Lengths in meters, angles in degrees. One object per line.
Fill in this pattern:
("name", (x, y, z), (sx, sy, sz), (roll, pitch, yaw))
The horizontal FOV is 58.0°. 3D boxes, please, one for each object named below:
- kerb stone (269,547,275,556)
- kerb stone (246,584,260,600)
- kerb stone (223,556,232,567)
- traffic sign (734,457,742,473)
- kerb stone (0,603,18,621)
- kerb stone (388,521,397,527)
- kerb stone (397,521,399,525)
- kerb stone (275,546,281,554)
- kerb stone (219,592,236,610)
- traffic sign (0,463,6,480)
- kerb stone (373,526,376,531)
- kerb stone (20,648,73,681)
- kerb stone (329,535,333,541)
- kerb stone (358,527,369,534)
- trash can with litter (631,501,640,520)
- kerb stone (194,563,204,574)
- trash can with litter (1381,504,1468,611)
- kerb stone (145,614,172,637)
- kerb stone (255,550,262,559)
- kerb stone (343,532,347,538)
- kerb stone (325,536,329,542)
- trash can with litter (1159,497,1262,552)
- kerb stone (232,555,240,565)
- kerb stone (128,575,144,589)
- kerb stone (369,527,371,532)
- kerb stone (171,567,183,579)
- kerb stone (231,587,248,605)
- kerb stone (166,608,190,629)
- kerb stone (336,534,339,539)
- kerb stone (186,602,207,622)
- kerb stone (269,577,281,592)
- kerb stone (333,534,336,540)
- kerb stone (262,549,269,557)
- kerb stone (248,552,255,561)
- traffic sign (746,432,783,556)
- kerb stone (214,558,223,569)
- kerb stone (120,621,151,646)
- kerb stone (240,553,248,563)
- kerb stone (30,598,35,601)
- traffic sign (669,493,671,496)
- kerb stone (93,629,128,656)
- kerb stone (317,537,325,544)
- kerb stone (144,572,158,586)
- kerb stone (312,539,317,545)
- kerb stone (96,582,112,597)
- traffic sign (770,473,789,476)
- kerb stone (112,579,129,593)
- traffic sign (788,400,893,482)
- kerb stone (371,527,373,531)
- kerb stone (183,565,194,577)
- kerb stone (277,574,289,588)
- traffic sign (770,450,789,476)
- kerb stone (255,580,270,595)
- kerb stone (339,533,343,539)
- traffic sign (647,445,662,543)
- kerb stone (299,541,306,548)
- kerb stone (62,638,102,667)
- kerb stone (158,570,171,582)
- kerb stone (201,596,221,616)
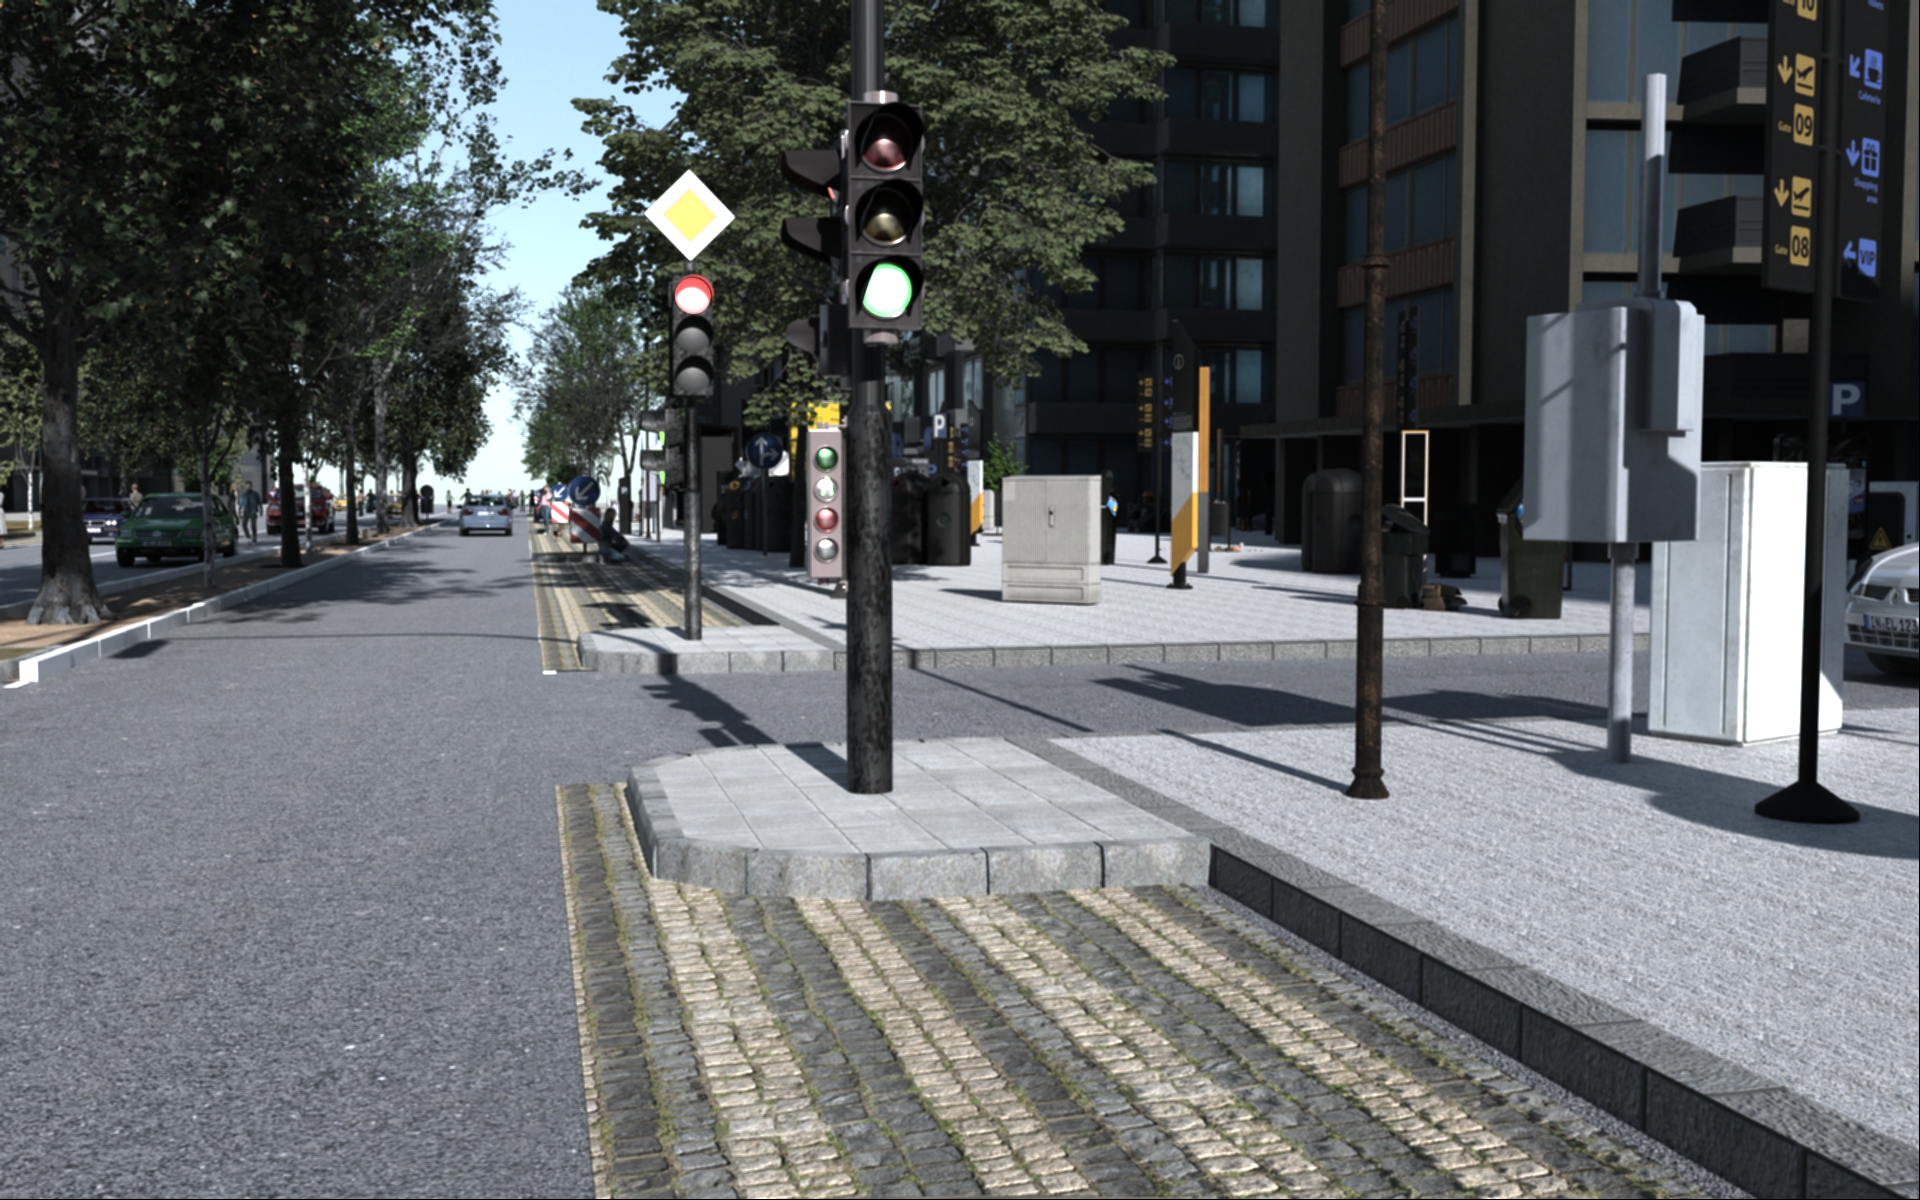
("kerb stone", (-16.027, -1.090, 40.056), (0.120, 0.150, 1.000), (-1, 4, -14))
("kerb stone", (-9.733, -0.089, 23.653), (0.120, 0.150, 1.000), (-1, 4, -14))
("kerb stone", (-14.530, -0.727, 34.087), (0.120, 0.150, 1.000), (-1, 4, -14))
("traffic sign", (-5.445, -2.668, 44.807), (0.795, 2.450, 0.064), (-1, 4, -9))
("kerb stone", (-11.025, 0.130, 20.152), (0.120, 0.150, 1.000), (-1, 4, -14))
("kerb stone", (-25.533, -3.404, 77.860), (0.120, 0.150, 1.000), (-1, 4, -14))
("kerb stone", (-25.777, -3.465, 78.855), (0.120, 0.150, 1.000), (-1, 4, -14))
("kerb stone", (-16.274, -1.150, 41.048), (0.120, 0.150, 1.000), (-1, 4, -14))
("kerb stone", (-9.242, 0.032, 21.669), (0.120, 0.150, 1.000), (-1, 4, -14))
("traffic sign", (-37.403, -4.102, 67.174), (0.768, 2.556, 0.104), (-1, 4, -12))
("kerb stone", (-22.780, -2.732, 66.916), (0.120, 0.150, 1.000), (-1, 4, -14))
("kerb stone", (-7.242, 0.518, 13.727), (0.120, 0.150, 1.000), (-1, 4, -14))
("kerb stone", (-19.020, -1.818, 51.985), (0.120, 0.150, 1.000), (-1, 4, -14))
("kerb stone", (-22.029, -2.552, 63.935), (0.120, 0.150, 1.000), (-1, 4, -14))
("trash can with litter", (-16.052, -4.503, 85.006), (1.055, 1.170, 0.624), (0, 4, -5))
("kerb stone", (-13.780, -0.545, 31.109), (0.120, 0.150, 1.000), (-1, 4, -14))
("trash can with litter", (5.165, -0.487, 19.344), (0.624, 1.170, 1.055), (-3, 5, -44))
("kerb stone", (-8.242, 0.276, 17.697), (0.120, 0.150, 1.000), (-1, 4, -14))
("kerb stone", (-15.534, -0.963, 38.058), (0.120, 0.150, 1.000), (-1, 4, -14))
("kerb stone", (-20.024, -2.067, 55.985), (0.120, 0.150, 1.000), (-1, 4, -14))
("kerb stone", (-18.778, -1.758, 50.985), (0.120, 0.150, 1.000), (-1, 4, -14))
("trash can with litter", (5.570, -1.717, 39.131), (2.233, 1.210, 1.678), (3, 4, 38))
("kerb stone", (-14.778, -0.783, 35.084), (0.120, 0.150, 1.000), (-1, 4, -14))
("kerb stone", (-12.526, -0.241, 26.134), (0.120, 0.150, 1.000), (-1, 4, -14))
("kerb stone", (-22.281, -2.614, 64.929), (0.120, 0.150, 1.000), (-1, 4, -14))
("kerb stone", (-13.276, -0.422, 29.120), (0.120, 0.150, 1.000), (-1, 4, -14))
("kerb stone", (-9.495, -0.028, 22.659), (0.120, 0.150, 1.000), (-1, 4, -14))
("kerb stone", (-8.495, 0.217, 18.688), (0.120, 0.150, 1.000), (-1, 4, -14))
("kerb stone", (-19.537, -1.944, 53.978), (0.120, 0.150, 1.000), (-1, 4, -14))
("kerb stone", (-8.738, 0.163, 19.681), (0.120, 0.150, 1.000), (-1, 4, -14))
("kerb stone", (-10.233, -0.210, 25.651), (0.120, 0.150, 1.000), (-1, 4, -14))
("kerb stone", (-19.275, -1.883, 52.977), (0.120, 0.150, 1.000), (-1, 4, -14))
("kerb stone", (-15.779, -1.027, 39.052), (0.120, 0.150, 1.000), (-1, 4, -14))
("kerb stone", (-15.277, -0.909, 37.069), (0.120, 0.150, 1.000), (-1, 4, -14))
("traffic sign", (-4.051, -2.191, 35.936), (0.768, 2.556, 0.104), (0, 4, -8))
("kerb stone", (-14.276, -0.667, 33.095), (0.120, 0.150, 1.000), (-1, 4, -14))
("kerb stone", (-8.000, 0.336, 16.702), (0.120, 0.150, 1.000), (-1, 4, -14))
("kerb stone", (-15.028, -0.849, 36.074), (0.120, 0.150, 1.000), (-1, 4, -14))
("kerb stone", (-11.273, 0.064, 21.149), (0.120, 0.150, 1.000), (-1, 4, -14))
("traffic sign", (-15.080, -5.501, 90.040), (0.768, 2.556, 0.104), (-1, 4, -9))
("kerb stone", (-7.748, 0.399, 15.707), (0.120, 0.150, 1.000), (-1, 4, -14))
("kerb stone", (-18.521, -1.697, 49.996), (0.120, 0.150, 1.000), (-1, 4, -14))
("kerb stone", (-12.770, -0.302, 27.129), (0.120, 0.150, 1.000), (-1, 4, -14))
("kerb stone", (-18.028, -1.579, 48.012), (0.120, 0.150, 1.000), (-1, 4, -14))
("kerb stone", (-12.027, -0.118, 24.131), (0.120, 0.150, 1.000), (-1, 4, -14))
("traffic sign", (-6.029, -3.482, 56.936), (0.884, 2.594, 0.081), (-1, 4, -11))
("kerb stone", (-12.280, -0.176, 25.138), (0.120, 0.150, 1.000), (-1, 4, -14))
("traffic sign", (-2.596, -2.682, 37.717), (2.265, 3.308, 0.079), (-1, 4, -11))
("kerb stone", (-22.528, -2.674, 65.921), (0.120, 0.150, 1.000), (-1, 4, -14))
("kerb stone", (-13.520, -0.484, 30.117), (0.120, 0.150, 1.000), (-1, 4, -14))
("kerb stone", (-10.490, -0.270, 26.650), (0.120, 0.150, 1.000), (-1, 4, -14))
("traffic sign", (-5.187, -3.044, 49.868), (0.768, 2.556, 0.104), (-1, 4, -10))
("kerb stone", (-9.995, -0.151, 24.657), (0.120, 0.150, 1.000), (-1, 4, -14))
("kerb stone", (-19.783, -2.005, 54.976), (0.120, 0.150, 1.000), (-1, 4, -14))
("traffic sign", (-7.889, -2.761, 45.246), (0.768, 2.556, 0.104), (-1, 4, -13))
("kerb stone", (-17.785, -1.518, 47.016), (0.120, 0.150, 1.000), (-1, 4, -14))
("kerb stone", (-7.501, 0.458, 14.715), (0.120, 0.150, 1.000), (-1, 4, -14))
("kerb stone", (-13.028, -0.363, 28.127), (0.120, 0.150, 1.000), (-1, 4, -14))
("kerb stone", (-8.999, 0.093, 20.676), (0.120, 0.150, 1.000), (-1, 4, -14))
